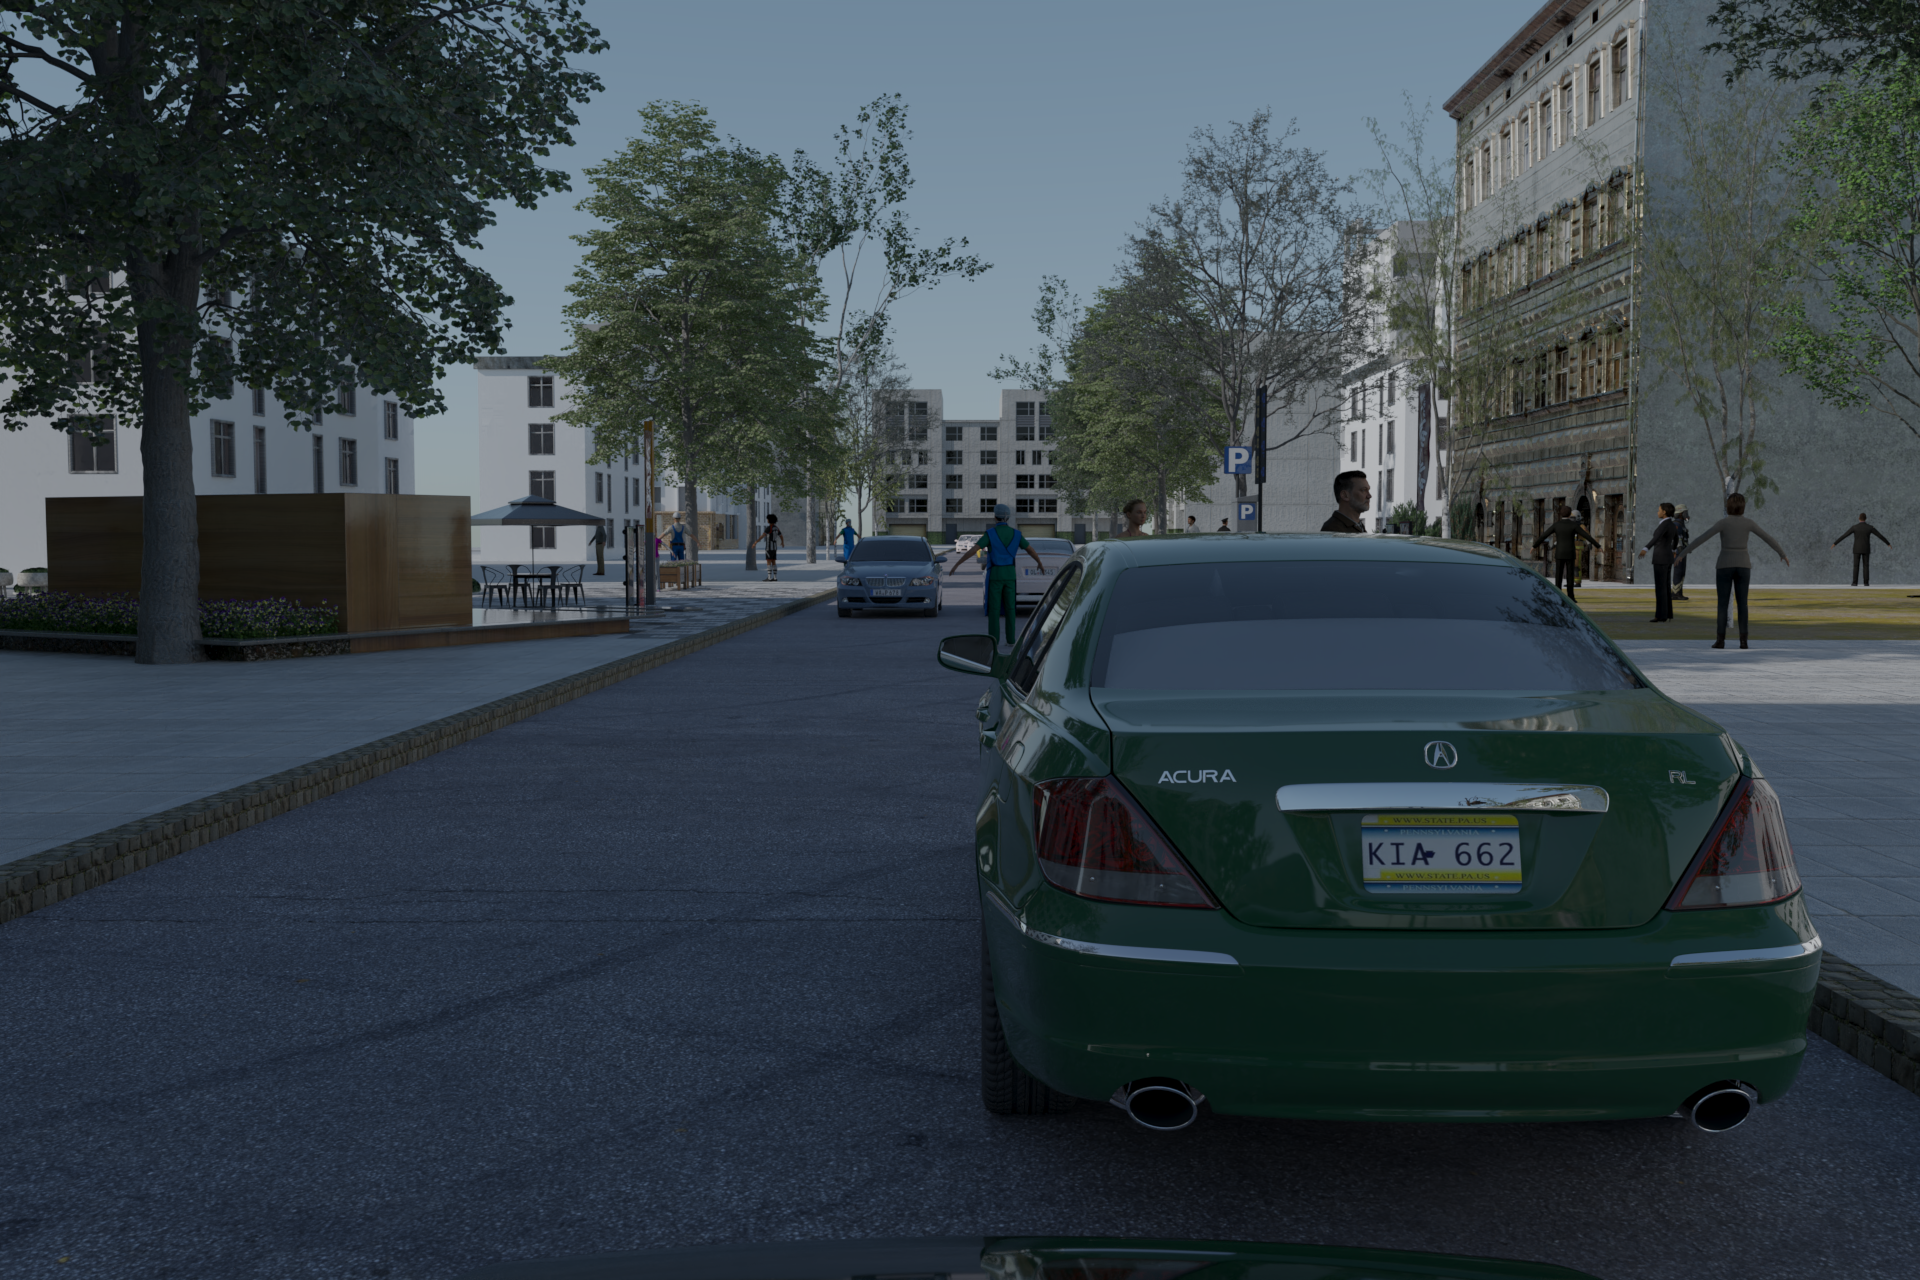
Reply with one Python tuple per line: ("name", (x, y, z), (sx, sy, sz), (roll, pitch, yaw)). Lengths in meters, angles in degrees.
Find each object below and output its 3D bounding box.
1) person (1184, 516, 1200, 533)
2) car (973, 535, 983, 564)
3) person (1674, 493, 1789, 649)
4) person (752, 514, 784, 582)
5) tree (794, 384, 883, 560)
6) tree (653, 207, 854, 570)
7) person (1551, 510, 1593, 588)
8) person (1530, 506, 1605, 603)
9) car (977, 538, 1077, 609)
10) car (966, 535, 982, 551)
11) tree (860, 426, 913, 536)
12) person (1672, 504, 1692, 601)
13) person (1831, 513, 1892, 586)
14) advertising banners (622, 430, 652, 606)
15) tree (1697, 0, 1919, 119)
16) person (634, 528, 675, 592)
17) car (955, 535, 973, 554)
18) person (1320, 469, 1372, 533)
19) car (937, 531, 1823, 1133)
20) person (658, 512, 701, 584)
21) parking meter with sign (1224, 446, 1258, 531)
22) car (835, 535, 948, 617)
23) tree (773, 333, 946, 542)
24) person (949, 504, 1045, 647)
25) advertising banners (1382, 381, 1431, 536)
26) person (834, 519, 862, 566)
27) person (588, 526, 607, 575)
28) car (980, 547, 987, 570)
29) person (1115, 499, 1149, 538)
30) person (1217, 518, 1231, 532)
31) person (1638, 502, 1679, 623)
("person", (6.543, -2.629, 49.170), (0.705, 1.806, 1.347), (-2, 4, -27))
("car", (1.665, -4.608, 85.564), (2.015, 1.641, 3.980), (0, 3, 0))
("person", (8.645, -0.773, 19.398), (1.215, 1.744, 0.721), (1, 4, 11))
("person", (-5.105, -2.478, 46.657), (0.704, 1.843, 1.345), (2, 4, 31))
("tree", (-6.234, -8.200, 84.428), (4.737, 8.622, 4.395), (0, 3, 0))
("tree", (-7.794, -8.738, 60.990), (7.486, 12.596, 7.792), (0, 3, 0))
("person", (14.753, -2.193, 41.622), (0.705, 1.858, 1.354), (-1, 4, -22))
("person", (11.257, -1.590, 32.182), (1.347, 1.806, 0.705), (2, 4, 32))
("car", (1.360, -1.181, 31.679), (2.083, 1.381, 4.827), (0, 3, 0))
("car", (1.438, -6.421, 117.347), (2.083, 1.381, 4.827), (0, 4, 1))
("tree", (-5.521, -10.313, 118.983), (4.737, 8.622, 4.395), (0, 3, 0))
("person", (13.959, -1.696, 33.514), (0.705, 1.856, 1.354), (2, 4, 29))
("person", (22.222, -2.230, 42.683), (1.346, 1.802, 0.704), (2, 4, 23))
("advertising banners", (-5.321, -1.990, 28.731), (0.090, 3.025, 2.074), (0, 4, 3))
("tree", (8.015, -4.634, 10.171), (7.601, 10.594, 8.767), (-1, 4, -9))
("person", (-6.752, -1.764, 38.104), (0.991, 1.433, 0.599), (0, 4, -2))
("car", (0.673, -7.040, 127.472), (2.083, 1.381, 4.827), (0, 4, 1))
("person", (2.343, -0.104, 10.302), (0.704, 1.812, 1.346), (3, 4, 36))
("car", (0.973, 0.373, 5.696), (2.131, 1.459, 4.920), (0, 4, 1))
("person", (-7.258, -2.358, 44.416), (1.347, 1.847, 0.705), (-2, 4, -25))
("parking meter with sign", (5.501, -2.287, 33.651), (0.543, 3.016, 1.738), (0, 4, 1))
("car", (-1.217, -1.182, 31.326), (2.014, 1.417, 4.499), (0, 4, 1))
("tree", (-5.881, -11.809, 103.445), (12.009, 13.543, 11.850), (0, 3, 0))
("person", (0.512, -0.825, 22.068), (1.347, 1.817, 0.704), (-2, 4, -25))
("advertising banners", (5.384, -1.512, 20.917), (0.090, 3.025, 2.074), (0, 4, 1))
("person", (-3.840, -3.298, 60.054), (1.347, 1.817, 0.704), (-3, 4, -37))
("person", (-11.223, -2.910, 53.844), (0.705, 1.796, 1.348), (-2, 4, -32))
("car", (1.689, -3.674, 69.853), (2.009, 1.686, 4.222), (0, 4, 0))
("person", (1.564, -0.344, 14.879), (1.217, 1.733, 0.721), (-2, 4, -34))
("person", (8.996, -3.229, 58.734), (0.705, 1.837, 1.347), (-3, 4, -38))
("person", (10.164, -1.130, 25.203), (0.721, 1.740, 1.216), (3, 5, 43))
